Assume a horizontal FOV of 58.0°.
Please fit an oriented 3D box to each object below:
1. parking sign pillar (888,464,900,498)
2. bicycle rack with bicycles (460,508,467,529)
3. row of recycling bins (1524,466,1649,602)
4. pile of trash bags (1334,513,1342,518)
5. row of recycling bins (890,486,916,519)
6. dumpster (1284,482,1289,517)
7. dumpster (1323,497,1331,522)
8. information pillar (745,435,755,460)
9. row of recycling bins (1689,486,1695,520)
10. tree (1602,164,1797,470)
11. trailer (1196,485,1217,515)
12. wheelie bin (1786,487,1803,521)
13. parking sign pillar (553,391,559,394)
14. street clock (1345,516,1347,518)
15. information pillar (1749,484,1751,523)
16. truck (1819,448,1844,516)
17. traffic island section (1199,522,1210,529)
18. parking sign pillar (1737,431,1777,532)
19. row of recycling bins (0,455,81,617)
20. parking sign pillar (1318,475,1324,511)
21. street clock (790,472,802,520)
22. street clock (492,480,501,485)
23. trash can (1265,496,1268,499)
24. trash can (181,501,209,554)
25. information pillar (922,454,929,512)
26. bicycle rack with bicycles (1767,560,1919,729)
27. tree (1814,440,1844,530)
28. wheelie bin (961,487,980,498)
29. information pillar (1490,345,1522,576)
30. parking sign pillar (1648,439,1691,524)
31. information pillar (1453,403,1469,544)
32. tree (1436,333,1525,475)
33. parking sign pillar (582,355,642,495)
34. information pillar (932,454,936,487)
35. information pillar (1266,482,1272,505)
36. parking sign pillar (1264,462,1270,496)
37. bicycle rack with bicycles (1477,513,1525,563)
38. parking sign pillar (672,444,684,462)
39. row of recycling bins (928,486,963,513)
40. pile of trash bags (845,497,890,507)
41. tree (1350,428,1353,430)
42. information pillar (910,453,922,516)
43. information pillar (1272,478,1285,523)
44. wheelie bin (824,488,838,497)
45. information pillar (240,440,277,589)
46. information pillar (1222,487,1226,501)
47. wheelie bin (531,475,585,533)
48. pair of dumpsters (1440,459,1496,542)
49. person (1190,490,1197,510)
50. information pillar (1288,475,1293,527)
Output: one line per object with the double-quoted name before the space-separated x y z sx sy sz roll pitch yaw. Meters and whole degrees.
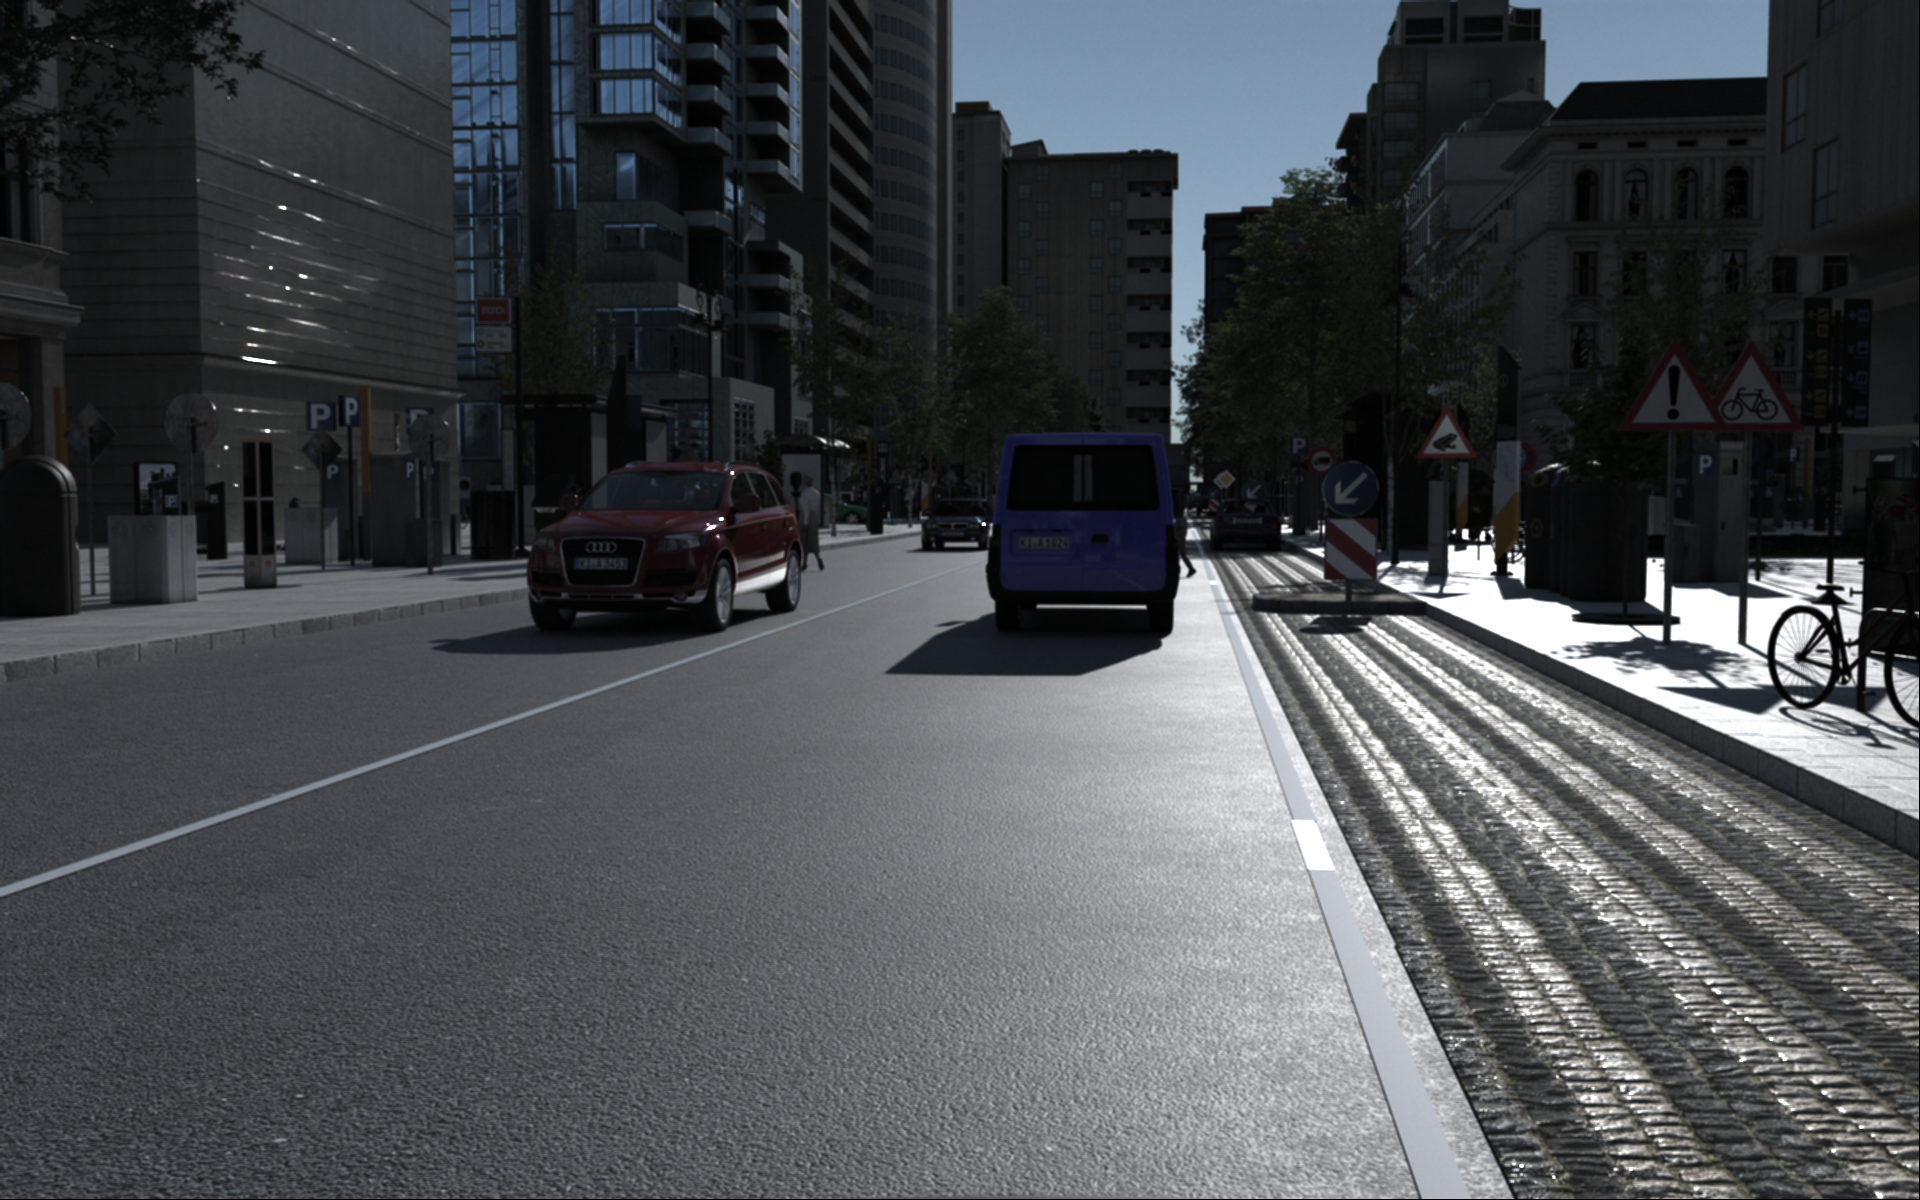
"parking sign pillar" -6.055 -10.229 155.708 1.447 3.967 1.447 1 4 18
"bicycle rack with bicycles" -19.851 -3.089 63.888 2.852 0.926 2.925 -3 5 -40
"row of recycling bins" 8.012 -0.921 22.177 1.069 1.692 3.534 0 4 8
"pile of trash bags" 14.827 -3.228 62.529 1.912 1.369 3.447 3 4 36
"row of recycling bins" -3.016 -5.212 92.326 1.069 1.692 3.534 -1 4 -13
"dumpster" 15.096 -4.473 78.892 1.264 1.857 1.865 0 4 7
"dumpster" 17.150 -4.647 78.468 1.502 2.255 1.985 0 4 7
"information pillar" -8.353 -4.742 68.892 0.504 3.616 0.183 3 5 43
"row of recycling bins" 35.681 -4.775 85.176 1.069 1.692 3.534 2 4 31
"tree" 16.603 -5.467 39.754 4.737 8.622 4.395 0 3 0
"trailer" 16.104 -6.461 112.687 1.471 1.999 3.904 0 4 5
"wheelie bin" 39.381 -4.505 81.570 0.693 1.594 0.980 -1 4 -21
"parking sign pillar" -10.551 -3.439 44.702 1.447 3.967 1.447 -1 4 -11
"street clock" 9.142 -2.212 40.744 0.358 2.002 0.471 1 4 15
"information pillar" 25.145 -3.122 55.544 0.304 2.012 0.304 1 4 12
"truck" 39.923 -4.620 71.468 9.791 3.379 3.469 0 4 5
"traffic island section" 11.877 -3.447 78.640 2.009 0.180 2.903 0 4 7
"parking sign pillar" 27.192 -4.329 59.244 1.447 3.967 1.447 -1 4 -21
"row of recycling bins" -11.127 -0.700 18.558 3.534 1.692 1.069 1 4 9
"parking sign pillar" 27.282 -8.783 132.078 1.447 3.967 1.447 0 4 2
"street clock" -5.438 -3.235 57.459 0.358 2.002 0.471 1 4 19
"street clock" -23.719 -5.148 88.733 0.471 2.002 0.358 -2 4 -34
"trash can" 23.512 -7.466 133.722 0.748 1.137 0.748 0 3 0
"trash can" -16.370 -1.561 37.180 0.748 1.137 0.748 0 3 0
"information pillar" -2.016 -6.681 100.588 0.504 3.616 0.183 1 4 17
"bicycle rack with bicycles" 6.190 0.251 9.277 2.852 0.926 2.925 0 4 -5
"tree" 31.647 -4.159 62.599 1.663 3.219 1.824 0 3 0
"wheelie bin" 0.529 -4.584 82.862 0.980 1.594 0.693 -3 5 -43
"information pillar" 8.588 -2.190 27.166 0.183 3.616 0.504 -1 4 -22
"parking sign pillar" 24.737 -4.453 61.281 1.447 3.967 1.447 -1 4 -18
"information pillar" 13.043 -3.280 44.985 0.504 3.616 0.183 -3 5 -44
"tree" 24.116 -7.916 79.787 4.360 8.622 3.978 0 3 0
"parking sign pillar" -6.684 -2.809 34.395 1.447 3.967 1.447 -1 4 -22
"information pillar" -1.620 -6.736 101.486 0.504 3.616 0.183 -3 4 -36
"information pillar" 18.800 -6.155 105.129 0.304 2.012 0.304 -2 4 -34
"parking sign pillar" 20.272 -7.717 114.643 1.447 3.967 1.447 1 4 12
"bicycle rack with bicycles" 11.326 -1.211 33.182 2.925 0.926 2.852 0 4 -3
"parking sign pillar" -14.928 -6.450 93.937 1.447 3.967 1.447 -1 4 -16
"row of recycling bins" -0.635 -4.846 86.342 1.069 1.692 3.534 2 4 24
"pile of trash bags" -5.852 -6.005 107.939 3.447 1.369 1.912 3 5 43
"tree" 30.917 -10.774 126.515 4.360 8.622 3.978 0 3 0
"information pillar" -2.566 -6.512 97.832 0.504 3.616 0.183 2 4 29
"information pillar" 14.327 -4.469 77.562 0.304 2.012 0.304 -3 5 -44
"wheelie bin" -6.325 -4.667 84.220 0.980 1.594 0.693 2 4 29
"information pillar" -9.534 -1.166 23.551 0.304 2.012 0.304 1 4 23
"information pillar" 22.486 -8.775 147.964 0.304 2.012 0.304 -2 4 -30
"wheelie bin" -6.606 -1.261 28.518 0.980 1.594 0.693 2 4 31
"pair of dumpsters" 13.881 -2.810 48.431 1.574 2.255 4.437 0 4 7
"person" 20.441 -8.772 151.946 0.660 1.820 0.620 0 3 0
"information pillar" 12.912 -3.824 67.019 0.304 2.012 0.304 -3 5 -44
